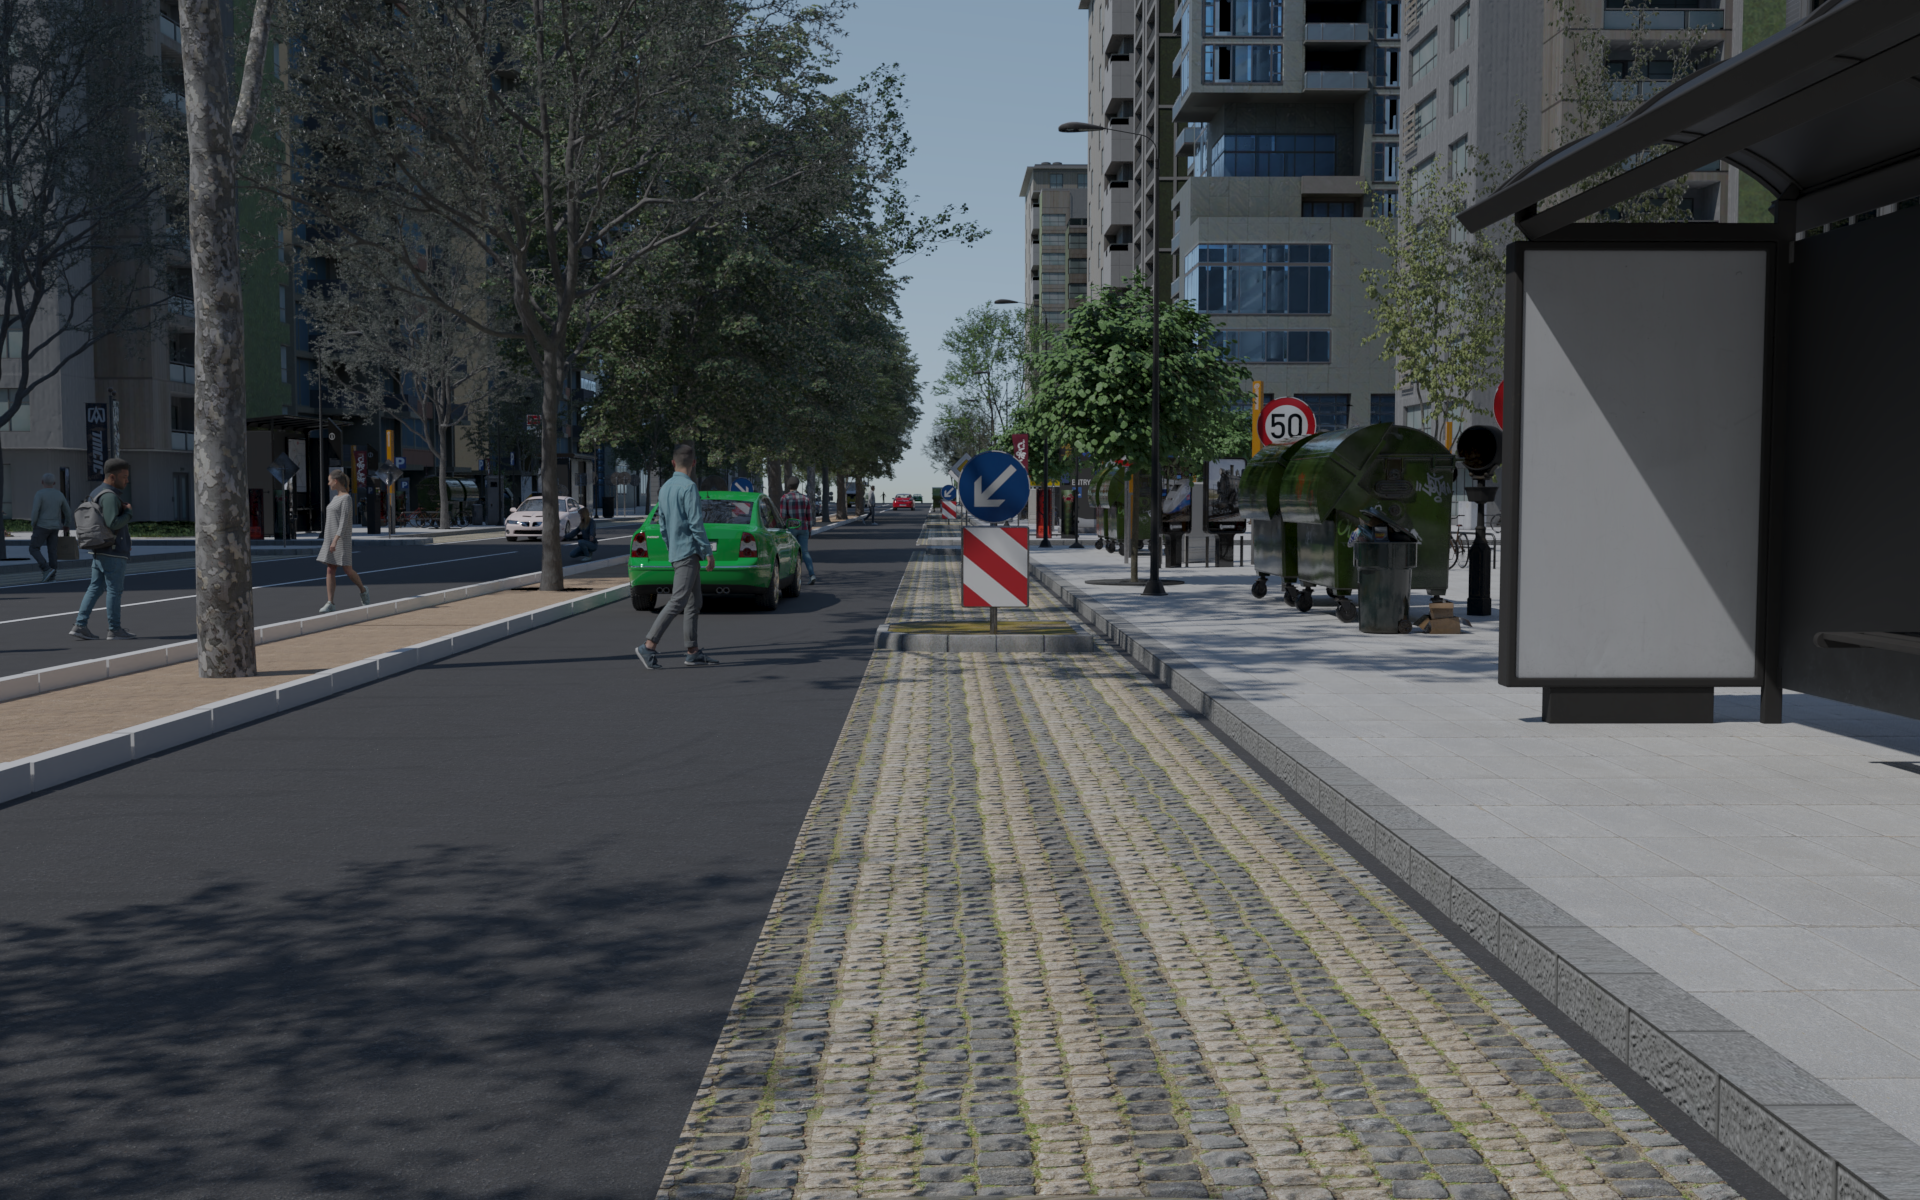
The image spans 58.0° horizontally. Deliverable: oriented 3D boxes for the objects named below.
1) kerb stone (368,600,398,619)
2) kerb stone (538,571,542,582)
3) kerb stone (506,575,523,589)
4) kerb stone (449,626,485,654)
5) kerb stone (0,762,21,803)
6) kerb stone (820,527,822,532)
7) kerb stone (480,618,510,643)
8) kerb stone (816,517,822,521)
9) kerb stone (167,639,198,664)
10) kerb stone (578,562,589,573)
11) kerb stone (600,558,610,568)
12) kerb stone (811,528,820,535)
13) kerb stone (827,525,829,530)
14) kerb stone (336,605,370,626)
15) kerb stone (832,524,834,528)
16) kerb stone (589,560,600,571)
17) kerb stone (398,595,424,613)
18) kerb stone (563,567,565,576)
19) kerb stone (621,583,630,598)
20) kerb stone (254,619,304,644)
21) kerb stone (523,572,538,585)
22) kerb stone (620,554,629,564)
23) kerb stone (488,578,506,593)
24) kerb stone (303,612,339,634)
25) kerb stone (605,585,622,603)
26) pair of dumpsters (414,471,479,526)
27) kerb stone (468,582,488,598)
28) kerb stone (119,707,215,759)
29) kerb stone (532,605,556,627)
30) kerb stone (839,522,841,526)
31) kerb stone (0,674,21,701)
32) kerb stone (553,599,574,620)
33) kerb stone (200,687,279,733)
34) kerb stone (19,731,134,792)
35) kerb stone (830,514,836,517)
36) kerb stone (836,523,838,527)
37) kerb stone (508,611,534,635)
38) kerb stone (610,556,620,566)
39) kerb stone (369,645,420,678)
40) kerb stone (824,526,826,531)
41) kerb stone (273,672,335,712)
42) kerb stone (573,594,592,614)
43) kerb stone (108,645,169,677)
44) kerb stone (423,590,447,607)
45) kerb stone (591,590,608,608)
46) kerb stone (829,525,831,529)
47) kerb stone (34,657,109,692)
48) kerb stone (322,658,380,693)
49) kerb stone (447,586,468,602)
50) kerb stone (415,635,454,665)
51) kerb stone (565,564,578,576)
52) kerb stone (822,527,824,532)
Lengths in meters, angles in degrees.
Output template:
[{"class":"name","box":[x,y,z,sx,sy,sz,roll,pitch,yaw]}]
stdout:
[{"class":"kerb stone","box":[-6.770,0.128,20.103,0.120,0.150,1.000,0,4,-1]},{"class":"kerb stone","box":[-6.878,-0.373,28.301,0.120,0.150,1.000,0,4,-1]},{"class":"kerb stone","box":[-6.850,-0.248,26.253,0.120,0.150,1.000,0,4,-1]},{"class":"kerb stone","box":[-4.606,0.379,15.996,0.120,0.150,1.000,0,4,-1]},{"class":"kerb stone","box":[-4.504,0.882,7.795,0.120,0.150,1.000,0,4,-1]},{"class":"kerb stone","box":[-5.261,-2.535,63.718,0.120,0.150,1.000,0,4,-1]},{"class":"kerb stone","box":[-4.629,0.317,17.018,0.120,0.150,1.000,0,4,-1]},{"class":"kerb stone","box":[-7.813,-4.534,96.434,0.120,0.150,1.000,0,4,-1]},{"class":"kerb stone","box":[-6.693,0.443,14.978,0.120,0.150,1.000,0,4,-1]},{"class":"kerb stone","box":[-6.924,-0.562,31.383,0.120,0.150,1.000,0,4,-1]},{"class":"kerb stone","box":[-6.953,-0.686,33.429,0.120,0.150,1.000,0,4,-1]},{"class":"kerb stone","box":[-5.248,-2.476,62.678,0.120,0.150,1.000,0,4,-1]},{"class":"kerb stone","box":[-5.318,-2.790,67.807,0.120,0.150,1.000,0,4,-1]},{"class":"kerb stone","box":[-6.754,0.191,19.079,0.120,0.150,1.000,0,4,-1]},{"class":"kerb stone","box":[-5.365,-2.978,70.890,0.120,0.150,1.000,0,4,-1]},{"class":"kerb stone","box":[-6.935,-0.622,32.406,0.120,0.150,1.000,0,4,-1]},{"class":"kerb stone","box":[-6.779,0.065,21.131,0.120,0.150,1.000,0,4,-1]},{"class":"kerb stone","box":[-6.897,-0.436,29.328,0.120,0.150,1.000,0,4,-1]},{"class":"kerb stone","box":[-4.728,-0.122,24.192,0.120,0.150,1.000,0,4,-1]},{"class":"kerb stone","box":[-6.726,0.316,17.033,0.120,0.150,1.000,0,4,-1]},{"class":"kerb stone","box":[-6.866,-0.311,27.279,0.120,0.150,1.000,0,4,-1]},{"class":"kerb stone","box":[-6.980,-0.812,35.478,0.120,0.150,1.000,0,4,-1]},{"class":"kerb stone","box":[-6.836,-0.186,25.231,0.120,0.150,1.000,0,4,-1]},{"class":"kerb stone","box":[-6.735,0.257,18.057,0.120,0.150,1.000,0,4,-1]},{"class":"kerb stone","box":[-4.704,-0.059,23.170,0.120,0.150,1.000,0,4,-1]},{"class":"pair of dumpsters","box":[-21.038,-4.190,70.999,1.574,2.255,4.437,0,4,-1]},{"class":"kerb stone","box":[-6.819,-0.123,24.209,0.120,0.150,1.000,0,4,-1]},{"class":"kerb stone","box":[-4.522,0.759,9.843,0.120,0.150,1.000,0,4,-1]},{"class":"kerb stone","box":[-4.649,0.191,19.072,0.120,0.150,1.000,0,4,-1]},{"class":"kerb stone","box":[-5.437,-3.291,76.006,0.120,0.150,1.000,0,4,-1]},{"class":"kerb stone","box":[-6.656,0.633,11.911,0.120,0.150,1.000,0,4,-1]},{"class":"kerb stone","box":[-4.668,0.129,20.094,0.120,0.150,1.000,0,4,-1]},{"class":"kerb stone","box":[-4.538,0.693,10.866,0.120,0.150,1.000,0,4,-1]},{"class":"kerb stone","box":[-4.513,0.824,8.817,0.120,0.150,1.000,0,4,-1]},{"class":"kerb stone","box":[-7.989,-5.294,108.760,0.120,0.150,1.000,0,4,-1]},{"class":"kerb stone","box":[-5.402,-3.166,73.961,0.120,0.150,1.000,0,4,-1]},{"class":"kerb stone","box":[-4.642,0.254,18.050,0.120,0.150,1.000,0,4,-1]},{"class":"kerb stone","box":[-6.958,-0.749,34.456,0.120,0.150,1.000,0,4,-1]},{"class":"kerb stone","box":[-4.580,0.504,13.947,0.120,0.150,1.000,0,4,-1]},{"class":"kerb stone","box":[-5.295,-2.662,65.762,0.120,0.150,1.000,0,4,-1]},{"class":"kerb stone","box":[-4.545,0.637,11.889,0.120,0.150,1.000,0,4,-1]},{"class":"kerb stone","box":[-4.672,0.066,21.116,0.120,0.150,1.000,0,4,-1]},{"class":"kerb stone","box":[-6.678,0.506,13.956,0.120,0.150,1.000,0,4,-1]},{"class":"kerb stone","box":[-6.800,0.003,22.153,0.120,0.150,1.000,0,4,-1]},{"class":"kerb stone","box":[-4.692,0.003,22.144,0.120,0.150,1.000,0,4,-1]},{"class":"kerb stone","box":[-5.335,-2.849,68.833,0.120,0.150,1.000,0,4,-1]},{"class":"kerb stone","box":[-6.673,0.566,12.934,0.120,0.150,1.000,0,4,-1]},{"class":"kerb stone","box":[-4.569,0.571,12.920,0.120,0.150,1.000,0,4,-1]},{"class":"kerb stone","box":[-6.810,-0.060,23.178,0.120,0.150,1.000,0,4,-1]},{"class":"kerb stone","box":[-4.594,0.444,14.972,0.120,0.150,1.000,0,4,-1]},{"class":"kerb stone","box":[-6.912,-0.499,30.358,0.120,0.150,1.000,0,4,-1]},{"class":"kerb stone","box":[-5.278,-2.602,64.740,0.120,0.150,1.000,0,4,-1]}]
